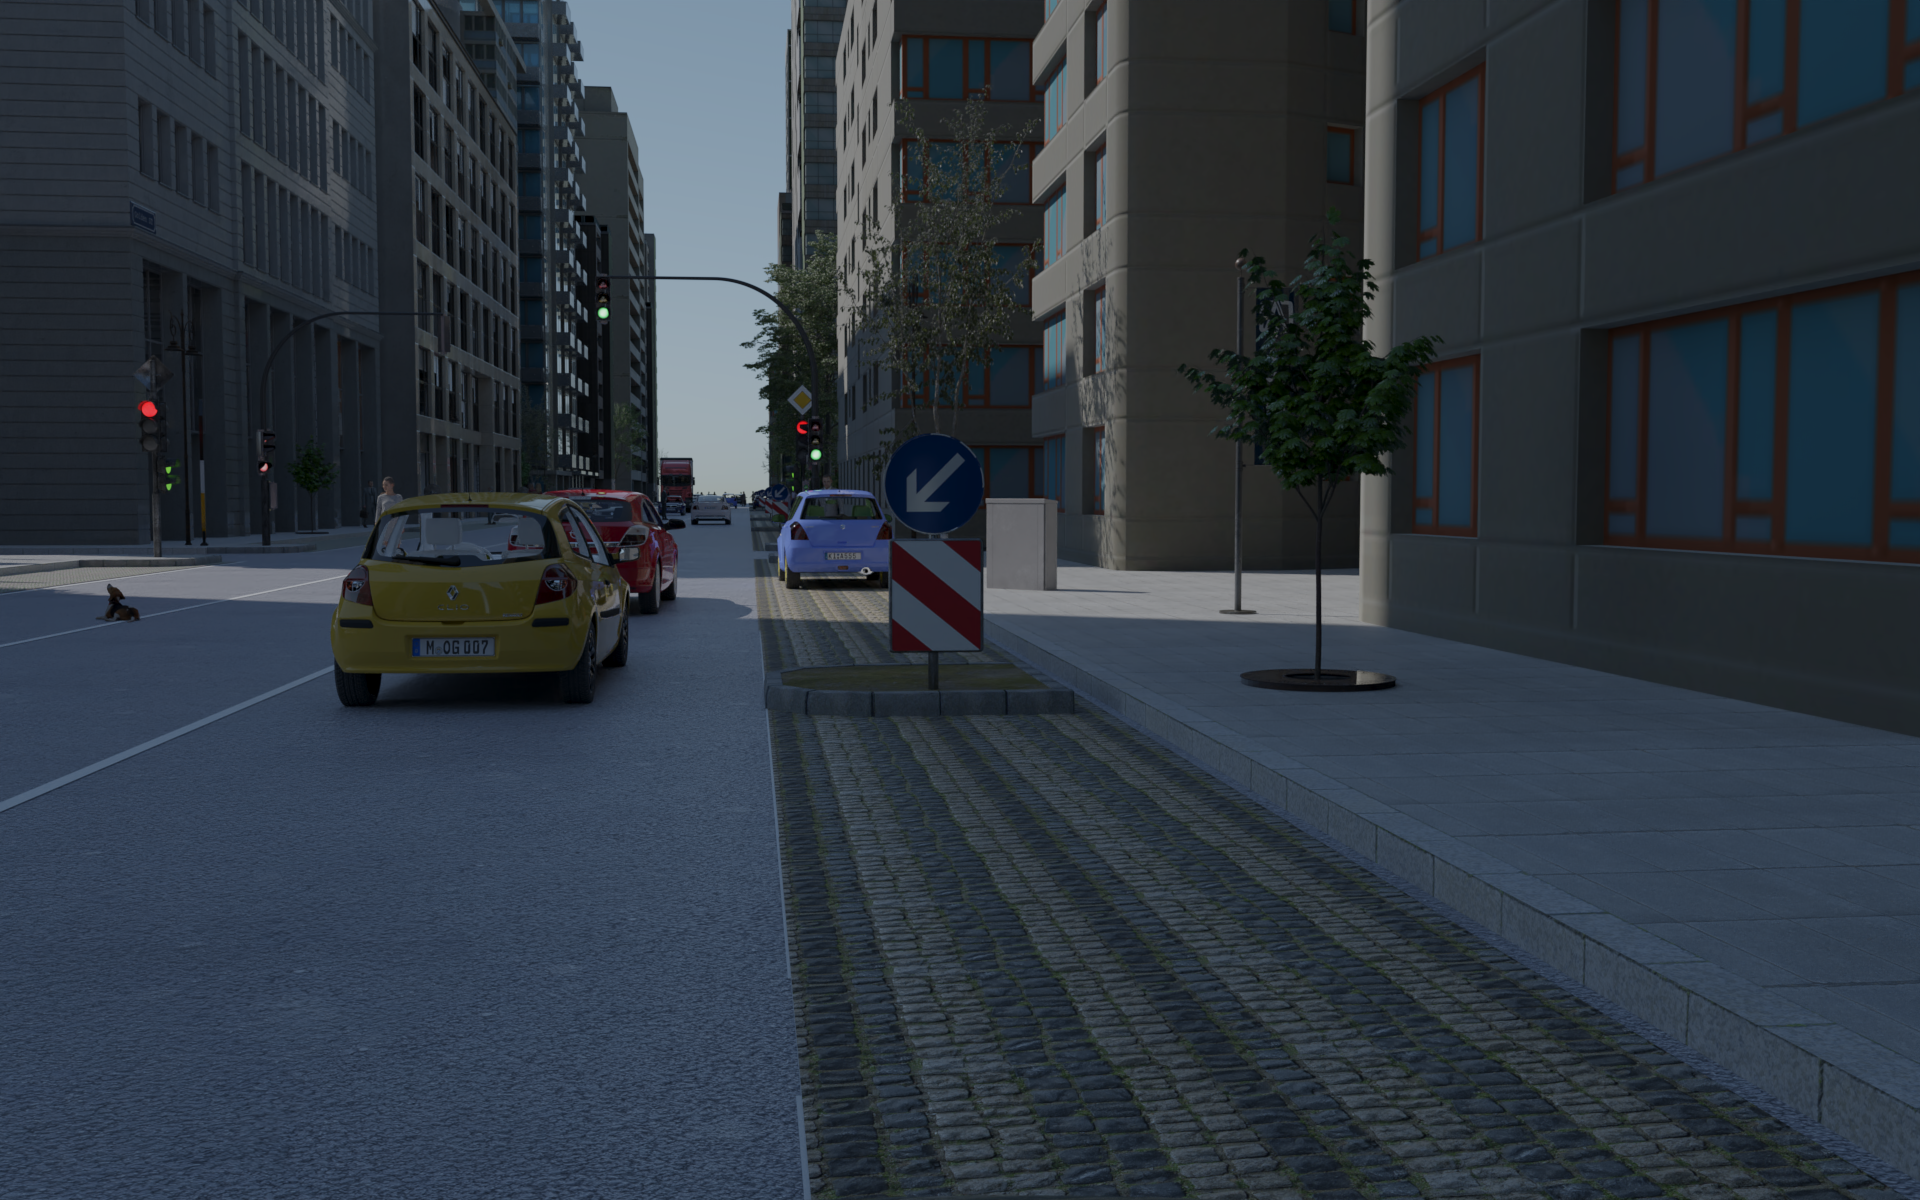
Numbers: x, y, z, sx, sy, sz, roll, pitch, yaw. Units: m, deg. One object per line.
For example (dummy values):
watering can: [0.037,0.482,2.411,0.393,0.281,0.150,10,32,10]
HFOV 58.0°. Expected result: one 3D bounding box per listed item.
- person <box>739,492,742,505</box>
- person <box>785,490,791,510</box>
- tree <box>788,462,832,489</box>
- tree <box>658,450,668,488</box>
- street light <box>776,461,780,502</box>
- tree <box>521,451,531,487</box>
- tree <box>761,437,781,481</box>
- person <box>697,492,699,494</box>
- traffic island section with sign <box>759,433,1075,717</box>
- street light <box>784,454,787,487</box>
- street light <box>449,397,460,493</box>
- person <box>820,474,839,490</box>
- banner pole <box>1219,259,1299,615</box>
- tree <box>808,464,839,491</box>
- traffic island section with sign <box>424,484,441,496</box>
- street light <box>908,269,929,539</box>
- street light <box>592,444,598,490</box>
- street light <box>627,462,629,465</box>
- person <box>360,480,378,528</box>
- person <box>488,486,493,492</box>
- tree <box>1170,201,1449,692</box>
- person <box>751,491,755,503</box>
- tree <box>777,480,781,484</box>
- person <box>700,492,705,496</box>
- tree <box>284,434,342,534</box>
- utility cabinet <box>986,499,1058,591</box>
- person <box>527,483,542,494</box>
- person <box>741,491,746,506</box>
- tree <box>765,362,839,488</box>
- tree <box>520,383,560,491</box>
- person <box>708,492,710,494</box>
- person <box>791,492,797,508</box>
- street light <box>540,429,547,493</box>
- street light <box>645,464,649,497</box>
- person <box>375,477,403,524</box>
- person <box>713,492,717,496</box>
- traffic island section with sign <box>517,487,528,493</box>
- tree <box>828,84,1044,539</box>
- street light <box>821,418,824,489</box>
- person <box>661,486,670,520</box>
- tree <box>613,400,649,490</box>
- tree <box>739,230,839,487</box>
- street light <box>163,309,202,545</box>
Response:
person: [-29.869,-13.854,235.728,1.217,1.736,0.721,3,5,41]
person: [-13.897,-8.129,139.625,0.551,1.740,0.621,-1,4,-15]
tree: [-10.655,-8.545,123.422,4.285,4.588,4.351,0,3,0]
tree: [-48.216,-19.937,276.329,4.360,8.622,3.978,0,3,0]
street light: [-20.496,-13.593,195.039,0.468,5.910,1.993,0,4,-7]
tree: [-28.662,-7.696,109.537,4.285,4.588,4.351,0,3,0]
tree: [-21.917,-15.941,210.994,4.360,8.622,3.978,0,3,0]
person: [-33.009,-12.719,217.255,0.742,1.727,0.445,3,5,41]
traffic island section with sign: [-0.363,-0.208,12.033,1.989,1.847,2.006,0,4,-7]
street light: [-15.703,-11.223,156.286,0.468,5.910,1.993,0,4,-7]
street light: [-24.196,-6.722,82.697,0.468,5.910,1.993,0,4,-7]
person: [-2.530,-1.532,33.668,0.709,1.813,0.853,1,4,9]
banner pole: [3.216,-1.743,18.518,0.863,3.779,0.401,0,4,-5]
tree: [-8.660,-6.909,107.558,1.663,3.219,1.824,0,3,0]
traffic island section with sign: [-20.060,-3.497,65.802,1.989,1.847,2.006,0,4,-7]
street light: [-0.950,-3.835,35.491,0.468,5.910,1.993,0,4,-7]
street light: [-33.412,-11.362,158.555,0.468,5.910,1.993,0,4,-7]
street light: [-38.714,-14.005,201.767,0.468,5.910,1.993,0,4,-7]
person: [-22.452,-3.658,65.953,0.767,1.812,0.694,3,5,42]
person: [-21.913,-4.398,80.587,0.590,1.801,0.661,-1,4,-14]
tree: [2.474,-1.033,11.499,1.663,3.219,1.824,0,3,0]
person: [-25.862,-12.705,216.221,0.705,1.824,1.348,1,4,22]
tree: [-21.405,-12.926,205.945,1.663,3.219,1.824,0,3,0]
person: [-25.690,-9.957,172.771,0.593,1.643,0.415,-3,5,-44]
tree: [-20.793,-3.748,55.882,1.663,3.219,1.824,0,3,0]
utility cabinet: [0.834,-0.745,23.336,1.020,1.237,0.306,3,5,41]
person: [-15.352,-3.312,62.633,0.580,1.828,0.573,-2,4,-29]
person: [-25.083,-11.699,200.328,0.434,1.755,0.990,2,4,32]
tree: [-7.484,-8.462,88.719,4.737,8.622,4.395,0,3,0]
tree: [-28.308,-10.043,114.559,4.360,8.622,3.978,0,3,0]
person: [-37.518,-15.318,258.964,0.705,1.821,1.348,-1,4,-10]
person: [-12.310,-7.410,128.135,0.436,1.711,0.756,-3,4,-36]
street light: [-28.649,-8.970,119.447,0.468,5.910,1.993,0,4,-7]
street light: [-43.472,-16.388,240.724,0.468,5.910,1.993,0,4,-7]
person: [-10.003,-1.287,30.285,0.760,1.731,0.466,3,4,39]
person: [-30.324,-12.535,214.167,1.217,1.735,0.721,1,4,9]
traffic island section with sign: [-23.330,-5.133,92.559,1.989,1.847,2.006,0,4,-7]
tree: [-0.339,-4.976,31.724,4.360,8.622,3.978,0,3,0]
street light: [-6.332,-6.533,79.608,0.468,5.910,1.993,0,4,-7]
person: [-16.273,-5.376,95.754,0.474,1.900,0.648,0,4,-7]
tree: [-38.123,-16.262,191.641,9.928,11.665,9.643,0,3,0]
tree: [-5.574,-9.560,74.426,7.486,12.596,7.792,0,3,0]
street light: [-19.393,-4.316,43.352,0.468,5.910,1.993,0,4,-7]
